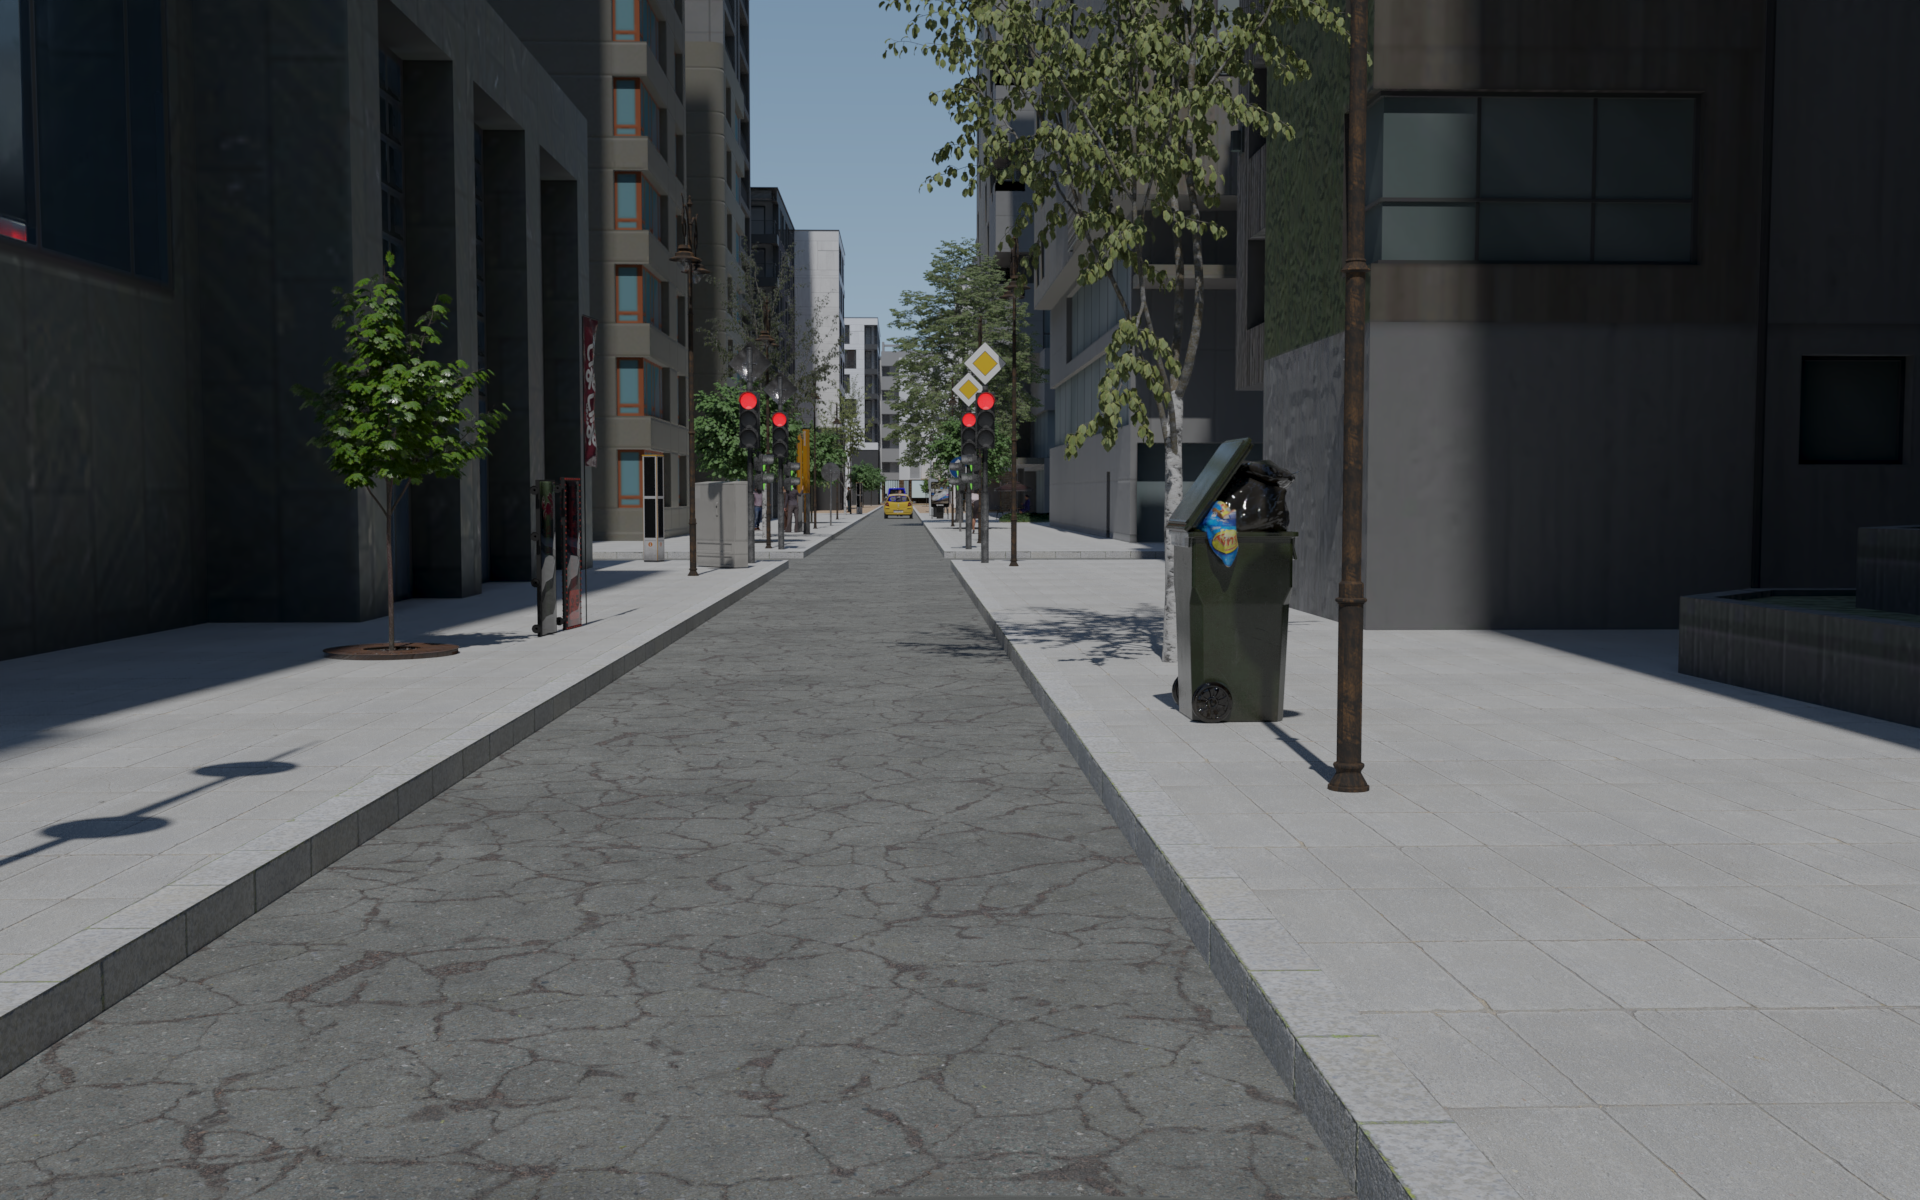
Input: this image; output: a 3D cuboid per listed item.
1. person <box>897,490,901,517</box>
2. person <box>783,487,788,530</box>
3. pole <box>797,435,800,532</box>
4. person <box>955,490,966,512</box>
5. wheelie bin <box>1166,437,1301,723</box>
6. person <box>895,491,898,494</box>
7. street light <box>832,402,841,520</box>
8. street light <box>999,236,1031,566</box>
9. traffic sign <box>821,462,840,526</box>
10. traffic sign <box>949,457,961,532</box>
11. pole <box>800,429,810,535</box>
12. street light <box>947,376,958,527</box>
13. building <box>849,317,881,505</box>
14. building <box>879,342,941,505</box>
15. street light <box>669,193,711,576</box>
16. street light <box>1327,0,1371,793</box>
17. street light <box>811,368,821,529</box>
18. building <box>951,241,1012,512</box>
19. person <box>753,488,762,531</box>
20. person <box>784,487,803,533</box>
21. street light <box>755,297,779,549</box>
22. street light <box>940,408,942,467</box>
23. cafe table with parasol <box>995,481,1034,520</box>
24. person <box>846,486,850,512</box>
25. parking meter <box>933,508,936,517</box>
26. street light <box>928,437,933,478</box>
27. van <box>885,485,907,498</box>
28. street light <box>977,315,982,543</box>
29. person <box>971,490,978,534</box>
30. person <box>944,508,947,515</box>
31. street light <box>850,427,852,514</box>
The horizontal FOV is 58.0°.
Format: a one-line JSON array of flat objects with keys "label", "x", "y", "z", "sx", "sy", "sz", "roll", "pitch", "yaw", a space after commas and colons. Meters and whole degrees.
[{"label": "person", "x": -3.867, "y": -6.176, "z": 110.400, "sx": 0.541, "sy": 1.710, "sz": 0.530, "roll": -1, "pitch": 4, "yaw": -15}, {"label": "person", "x": -6.074, "y": -3.222, "z": 60.986, "sx": 0.388, "sy": 1.546, "sz": 0.482, "roll": -1, "pitch": 4, "yaw": -13}, {"label": "pole", "x": -5.404, "y": -3.945, "z": 58.348, "sx": 0.158, "sy": 3.312, "sz": 0.155, "roll": 0, "pitch": 3, "yaw": 0}, {"label": "person", "x": 0.207, "y": -7.280, "z": 124.698, "sx": 1.348, "sy": 1.869, "sz": 0.705, "roll": 2, "pitch": 4, "yaw": 24}, {"label": "wheelie bin", "x": 1.572, "y": -0.127, "z": 9.977, "sx": 0.693, "sy": 1.594, "sz": 0.980, "roll": 0, "pitch": 4, "yaw": -3}, {"label": "person", "x": -4.793, "y": -7.333, "z": 129.868, "sx": 0.593, "sy": 1.643, "sz": 0.415, "roll": 3, "pitch": 4, "yaw": 36}, {"label": "street light", "x": -6.166, "y": -6.978, "z": 86.870, "sx": 0.468, "sy": 5.910, "sz": 1.993, "roll": 0, "pitch": 4, "yaw": -2}, {"label": "street light", "x": 0.956, "y": -3.535, "z": 30.586, "sx": 0.468, "sy": 5.910, "sz": 1.993, "roll": 0, "pitch": 4, "yaw": -2}, {"label": "traffic sign", "x": -5.204, "y": -4.256, "z": 69.688, "sx": 0.768, "sy": 2.556, "sz": 0.104, "roll": 0, "pitch": 4, "yaw": -2}, {"label": "traffic sign", "x": 0.010, "y": -3.606, "z": 59.063, "sx": 0.768, "sy": 2.556, "sz": 0.104, "roll": 0, "pitch": 4, "yaw": 2}, {"label": "pole", "x": -4.856, "y": -3.725, "z": 54.751, "sx": 0.158, "sy": 3.312, "sz": 0.155, "roll": 0, "pitch": 3, "yaw": 0}, {"label": "street light", "x": -0.289, "y": -5.830, "z": 68.110, "sx": 0.468, "sy": 5.910, "sz": 1.993, "roll": 0, "pitch": 4, "yaw": -2}, {"label": "building", "x": -26.223, "y": -22.604, "z": 213.545, "sx": 32.646, "sy": 21.610, "sz": 27.936, "roll": 0, "pitch": 4, "yaw": -2}, {"label": "building", "x": -4.052, "y": -21.617, "z": 209.864, "sx": 11.380, "sy": 20.091, "sz": 16.016, "roll": 0, "pitch": 4, "yaw": -2}, {"label": "street light", "x": -4.182, "y": -3.314, "z": 26.970, "sx": 0.468, "sy": 5.910, "sz": 1.993, "roll": 0, "pitch": 4, "yaw": -2}, {"label": "street light", "x": 1.687, "y": -2.113, "z": 7.343, "sx": 0.468, "sy": 5.910, "sz": 1.993, "roll": 0, "pitch": 4, "yaw": -2}, {"label": "street light", "x": -5.345, "y": -5.565, "z": 63.772, "sx": 0.468, "sy": 5.910, "sz": 1.993, "roll": 0, "pitch": 4, "yaw": -2}, {"label": "building", "x": 7.666, "y": -16.869, "z": 132.234, "sx": 16.016, "sy": 20.091, "sz": 11.380, "roll": 0, "pitch": 4, "yaw": -2}, {"label": "person", "x": -7.019, "y": -3.191, "z": 60.173, "sx": 0.435, "sy": 1.587, "sz": 0.963, "roll": 2, "pitch": 4, "yaw": 30}, {"label": "person", "x": -5.519, "y": -3.106, "z": 57.636, "sx": 0.445, "sy": 1.727, "sz": 0.742, "roll": 2, "pitch": 4, "yaw": 34}, {"label": "street light", "x": -4.513, "y": -4.152, "z": 40.673, "sx": 0.468, "sy": 5.910, "sz": 1.993, "roll": 0, "pitch": 4, "yaw": -2}, {"label": "street light", "x": -1.003, "y": -7.243, "z": 91.213, "sx": 0.468, "sy": 5.910, "sz": 1.993, "roll": 0, "pitch": 4, "yaw": -2}, {"label": "cafe table with parasol", "x": 2.679, "y": -4.964, "z": 86.023, "sx": 2.610, "sy": 1.966, "sz": 2.610, "roll": -2, "pitch": 4, "yaw": -33}, {"label": "person", "x": -7.841, "y": -7.065, "z": 121.580, "sx": 0.705, "sy": 1.821, "sz": 1.348, "roll": 1, "pitch": 4, "yaw": 10}, {"label": "parking meter", "x": -1.306, "y": -5.340, "z": 95.714, "sx": 0.372, "sy": 1.533, "sz": 0.369, "roll": 0, "pitch": 3, "yaw": 0}, {"label": "street light", "x": -1.916, "y": -8.679, "z": 114.697, "sx": 0.468, "sy": 5.910, "sz": 1.993, "roll": 0, "pitch": 4, "yaw": -2}, {"label": "van", "x": -6.458, "y": -10.499, "z": 176.048, "sx": 2.240, "sy": 2.365, "sz": 5.245, "roll": 0, "pitch": 4, "yaw": -3}, {"label": "street light", "x": 0.522, "y": -4.414, "z": 44.955, "sx": 0.468, "sy": 5.910, "sz": 1.993, "roll": 0, "pitch": 4, "yaw": -2}, {"label": "person", "x": 0.502, "y": -2.851, "z": 55.848, "sx": 0.799, "sy": 1.438, "sz": 0.628, "roll": 3, "pitch": 4, "yaw": 36}, {"label": "person", "x": -0.897, "y": -6.034, "z": 108.603, "sx": 0.435, "sy": 1.345, "sz": 0.340, "roll": -3, "pitch": 5, "yaw": -41}, {"label": "street light", "x": -6.963, "y": -8.405, "z": 110.215, "sx": 0.468, "sy": 5.910, "sz": 1.993, "roll": 0, "pitch": 4, "yaw": -2}]
